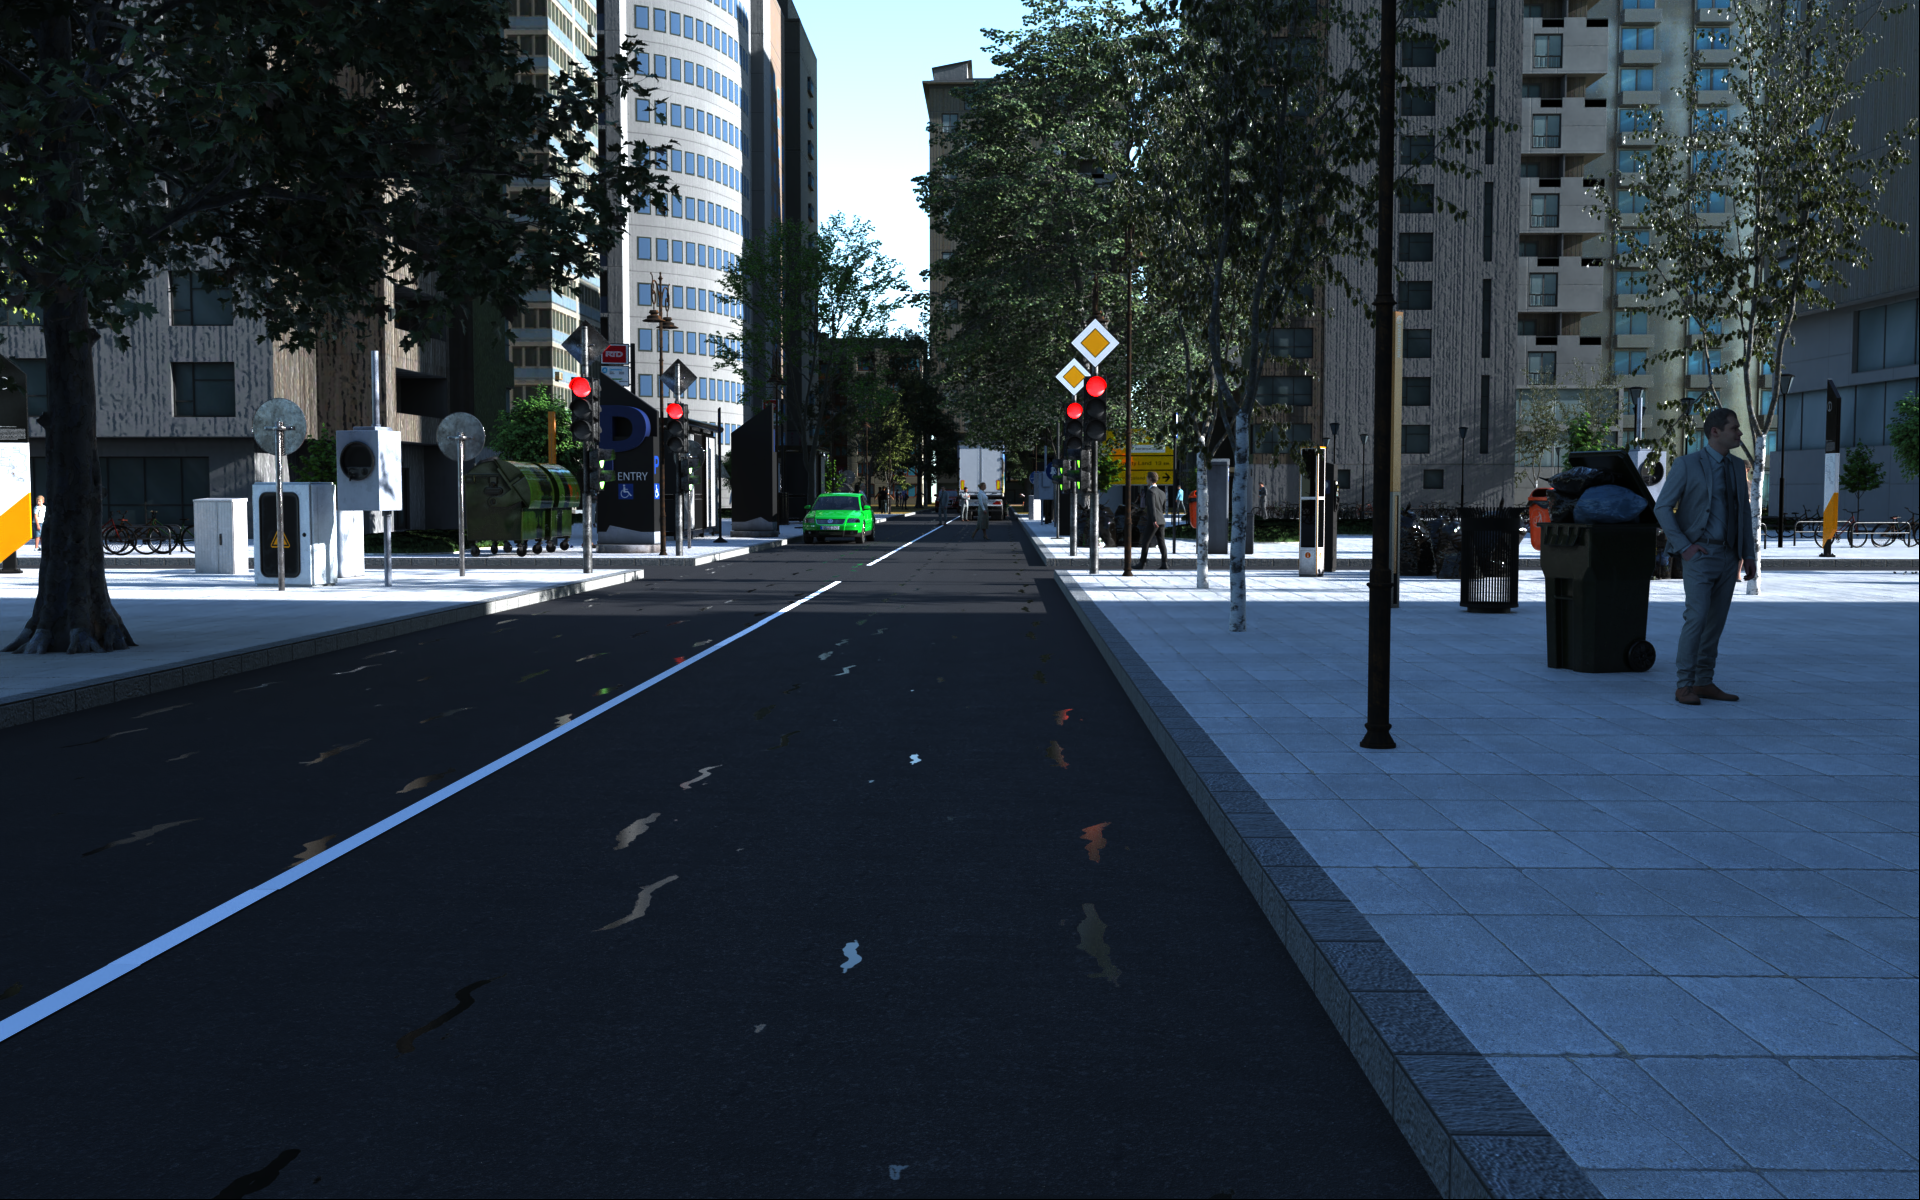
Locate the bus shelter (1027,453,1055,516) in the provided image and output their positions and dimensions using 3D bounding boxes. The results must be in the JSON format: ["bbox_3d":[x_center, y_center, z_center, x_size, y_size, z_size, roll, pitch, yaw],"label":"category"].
[{"bbox_3d":[4.889,-6.828,102.928,1.731,3.624,6.357,0,4,2],"label":"bus shelter"}]

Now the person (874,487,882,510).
[{"bbox_3d":[-6.463,-8.187,139.524,0.705,1.869,1.348,-3,4,-37],"label":"person"}]

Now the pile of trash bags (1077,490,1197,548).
[{"bbox_3d":[4.440,-1.986,42.220,3.447,1.369,1.912,0,4,-2],"label":"pile of trash bags"}]

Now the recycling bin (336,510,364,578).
[{"bbox_3d":[-9.696,-0.868,26.745,0.722,1.027,0.722,0,4,7],"label":"recycling bin"}]

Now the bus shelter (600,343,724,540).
[{"bbox_3d":[-8.431,-4.355,48.842,2.179,5.291,8.768,0,4,1],"label":"bus shelter"}]

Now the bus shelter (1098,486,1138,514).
[{"bbox_3d":[4.868,-3.831,56.565,2.014,3.302,5.546,0,4,2],"label":"bus shelter"}]

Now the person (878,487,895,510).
[{"bbox_3d":[-5.730,-7.833,134.114,1.348,1.823,0.705,1,4,14],"label":"person"}]

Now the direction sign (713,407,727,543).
[{"bbox_3d":[-6.340,-3.285,45.712,0.379,3.537,0.876,-1,4,-11],"label":"direction sign"}]

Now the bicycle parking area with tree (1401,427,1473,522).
[{"bbox_3d":[24.050,-5.376,74.905,8.231,4.147,9.016,0,4,0],"label":"bicycle parking area with tree"}]

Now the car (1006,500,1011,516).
[{"bbox_3d":[2.391,-6.540,116.720,2.009,1.686,4.222,0,4,3],"label":"car"}]

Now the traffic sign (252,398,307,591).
[{"bbox_3d":[-9.018,-1.397,22.948,0.768,2.556,0.104,0,4,6],"label":"traffic sign"}]

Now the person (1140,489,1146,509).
[{"bbox_3d":[15.566,-8.616,147.580,0.621,1.740,0.551,-1,4,-19],"label":"person"}]

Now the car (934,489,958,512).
[{"bbox_3d":[-0.914,-7.884,137.583,2.281,1.827,5.304,0,4,1],"label":"car"}]

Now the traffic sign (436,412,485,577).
[{"bbox_3d":[-7.753,-1.639,26.898,0.768,2.556,0.104,0,4,3],"label":"traffic sign"}]

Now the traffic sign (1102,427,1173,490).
[{"bbox_3d":[5.408,-3.594,52.629,2.265,3.308,0.079,0,4,6],"label":"traffic sign"}]

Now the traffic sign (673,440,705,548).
[{"bbox_3d":[-6.391,-2.490,40.824,0.768,2.556,0.104,1,4,10],"label":"traffic sign"}]

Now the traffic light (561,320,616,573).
[{"bbox_3d":[-6.017,-2.388,27.971,0.839,4.253,0.868,0,4,1],"label":"traffic light"}]

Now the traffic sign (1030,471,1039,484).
[{"bbox_3d":[4.219,-5.839,95.571,0.768,2.556,0.104,1,4,10],"label":"traffic sign"}]

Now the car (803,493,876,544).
[{"bbox_3d":[-3.569,-2.614,51.534,1.959,1.807,4.718,0,4,3],"label":"car"}]

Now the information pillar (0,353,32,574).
[{"bbox_3d":[-15.276,-2.235,27.904,0.504,3.616,0.183,-1,4,-15],"label":"information pillar"}]

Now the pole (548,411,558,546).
[{"bbox_3d":[-10.071,-2.996,42.824,0.158,3.312,0.155,0,3,0],"label":"pole"}]

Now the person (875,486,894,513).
[{"bbox_3d":[-5.029,-6.639,114.608,1.348,1.822,0.705,1,4,22],"label":"person"}]

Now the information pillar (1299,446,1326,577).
[{"bbox_3d":[5.462,-1.368,26.866,0.304,2.012,0.304,2,4,34],"label":"information pillar"}]

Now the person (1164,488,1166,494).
[{"bbox_3d":[15.432,-7.602,131.054,0.721,1.743,1.217,0,4,3],"label":"person"}]

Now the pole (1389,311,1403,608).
[{"bbox_3d":[4.850,-1.567,19.469,0.158,3.312,0.155,0,3,0],"label":"pole"}]

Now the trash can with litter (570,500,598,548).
[{"bbox_3d":[-8.561,-1.876,41.731,1.678,1.210,2.233,-1,4,-18],"label":"trash can with litter"}]

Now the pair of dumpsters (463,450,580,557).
[{"bbox_3d":[-9.437,-2.127,37.272,1.574,2.255,4.437,0,4,1],"label":"pair of dumpsters"}]

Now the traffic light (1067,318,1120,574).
[{"bbox_3d":[2.142,-2.378,27.794,0.839,4.253,0.868,0,4,1],"label":"traffic light"}]

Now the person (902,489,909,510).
[{"bbox_3d":[-4.451,-8.302,141.653,0.599,1.838,0.709,3,5,43],"label":"person"}]

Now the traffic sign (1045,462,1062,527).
[{"bbox_3d":[3.696,-4.103,67.193,0.768,2.556,0.104,0,4,5],"label":"traffic sign"}]

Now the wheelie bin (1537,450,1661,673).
[{"bbox_3d":[4.649,-0.288,12.619,0.693,1.594,0.980,-1,4,-17],"label":"wheelie bin"}]

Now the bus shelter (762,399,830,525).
[{"bbox_3d":[-7.182,-5.990,75.571,2.179,5.291,8.768,0,4,1],"label":"bus shelter"}]

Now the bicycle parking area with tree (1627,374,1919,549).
[{"bbox_3d":[19.058,-3.485,43.983,9.016,4.147,8.231,0,4,-5],"label":"bicycle parking area with tree"}]

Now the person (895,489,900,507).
[{"bbox_3d":[-6.278,-10.369,176.022,0.568,1.767,0.683,1,4,10],"label":"person"}]

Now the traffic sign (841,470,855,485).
[{"bbox_3d":[-5.943,-5.617,91.946,0.768,2.556,0.104,0,4,4],"label":"traffic sign"}]

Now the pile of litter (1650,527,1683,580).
[{"bbox_3d":[10.432,-0.759,26.368,1.719,0.858,1.176,-1,4,-10],"label":"pile of litter"}]

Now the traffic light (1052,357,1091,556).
[{"bbox_3d":[2.331,-2.866,35.777,0.839,4.253,0.868,0,4,1],"label":"traffic light"}]

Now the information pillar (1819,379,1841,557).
[{"bbox_3d":[17.697,-2.679,35.163,0.183,3.616,0.504,0,4,4],"label":"information pillar"}]

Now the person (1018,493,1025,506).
[{"bbox_3d":[6.601,-10.646,183.293,0.799,1.438,0.628,-3,5,-45],"label":"person"}]

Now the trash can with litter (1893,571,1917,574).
[{"bbox_3d":[16.176,-0.996,27.338,1.678,1.210,2.233,-2,4,-33],"label":"trash can with litter"}]

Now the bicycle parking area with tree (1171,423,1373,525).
[{"bbox_3d":[12.456,-5.050,69.562,8.231,4.147,9.016,1,4,11],"label":"bicycle parking area with tree"}]

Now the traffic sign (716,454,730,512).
[{"bbox_3d":[-7.933,-3.455,56.493,0.884,2.594,0.081,0,4,6],"label":"traffic sign"}]

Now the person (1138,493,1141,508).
[{"bbox_3d":[16.469,-9.179,159.381,0.557,1.426,1.065,-3,5,-42],"label":"person"}]

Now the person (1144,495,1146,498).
[{"bbox_3d":[15.356,-8.155,139.005,1.348,1.869,0.705,2,4,29],"label":"person"}]

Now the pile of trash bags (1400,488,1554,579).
[{"bbox_3d":[8.002,-1.033,26.644,1.912,1.369,3.447,-2,4,-27],"label":"pile of trash bags"}]
